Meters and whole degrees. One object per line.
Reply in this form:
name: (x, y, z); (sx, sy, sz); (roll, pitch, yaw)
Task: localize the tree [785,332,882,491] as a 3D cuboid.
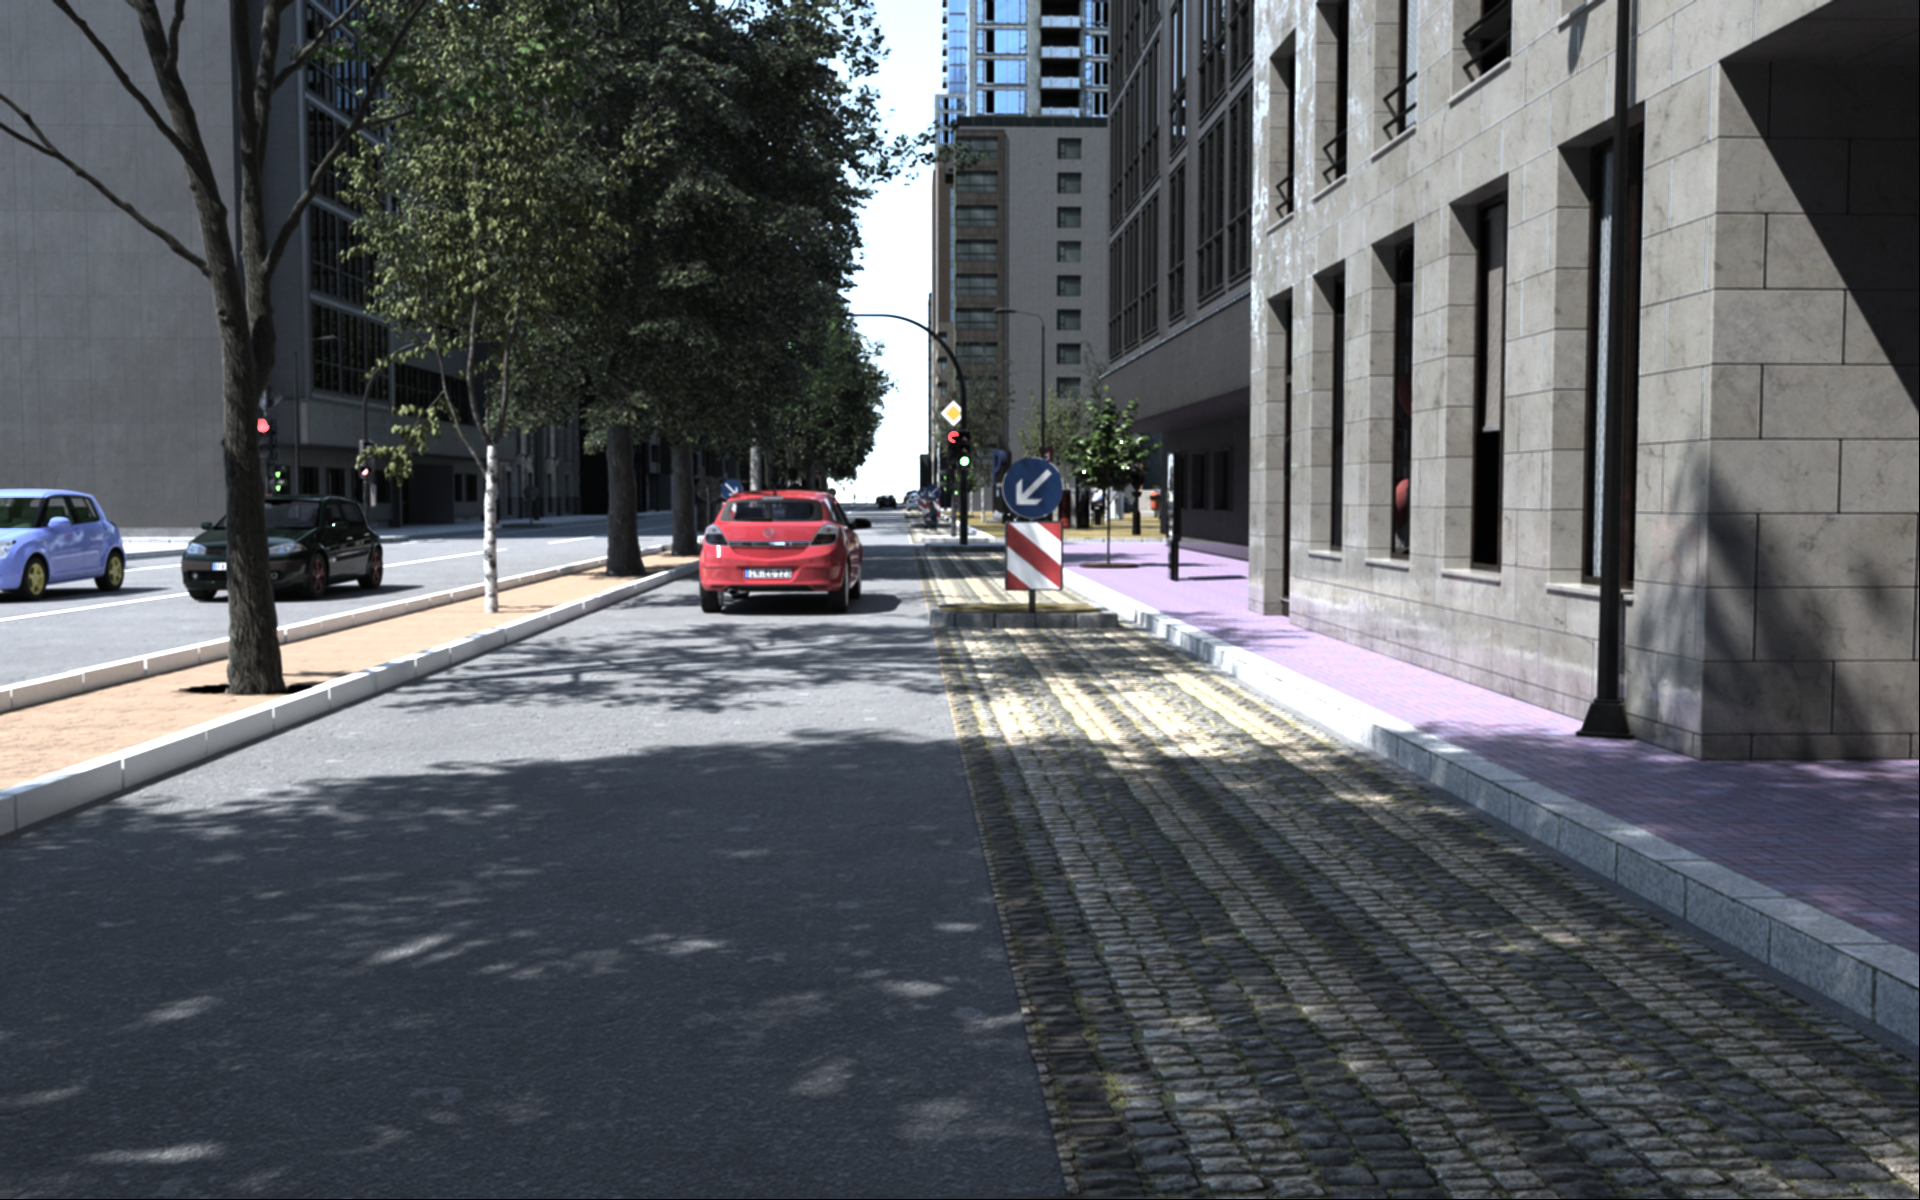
tree: (-8.294, -10.863, 98.188); (7.486, 12.596, 7.792); (0, 3, 0)

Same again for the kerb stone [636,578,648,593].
kerb stone: (-4.726, -0.192, 25.327); (0.120, 0.150, 1.000); (0, 4, -2)

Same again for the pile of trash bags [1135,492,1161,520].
pile of trash bags: (10.934, -4.810, 88.389); (3.447, 1.369, 1.912); (-3, 5, -42)

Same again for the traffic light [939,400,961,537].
traffic light: (-0.212, -3.850, 51.870); (0.839, 4.253, 0.868); (0, 4, -2)

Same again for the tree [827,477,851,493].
tree: (-9.507, -10.539, 125.128); (4.360, 8.622, 3.978); (0, 3, 0)

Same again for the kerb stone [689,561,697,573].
kerb stone: (-4.943, -0.569, 31.492); (0.120, 0.150, 1.000); (0, 4, -2)

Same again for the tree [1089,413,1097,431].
tree: (7.670, -10.395, 120.328); (4.737, 8.622, 4.395); (0, 3, 0)

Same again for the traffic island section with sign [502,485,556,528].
traffic island section with sign: (-18.407, -4.006, 74.124); (1.989, 1.847, 2.006); (0, 4, -2)

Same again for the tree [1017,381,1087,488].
tree: (5.484, -10.012, 114.052); (4.737, 8.622, 4.395); (0, 3, 0)

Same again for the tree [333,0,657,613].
tree: (-5.664, -4.154, 20.738); (4.737, 8.622, 4.395); (0, 3, 0)

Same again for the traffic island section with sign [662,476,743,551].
traffic island section with sign: (-6.454, -2.194, 44.013); (2.006, 1.907, 1.989); (0, 4, -2)

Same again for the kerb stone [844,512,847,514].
kerb stone: (-8.259, -6.303, 125.262); (0.120, 0.150, 1.000); (0, 4, -2)

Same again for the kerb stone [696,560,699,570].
kerb stone: (-4.993, -0.627, 32.513); (0.120, 0.150, 1.000); (0, 4, -2)

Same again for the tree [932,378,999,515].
tree: (0.496, -9.620, 107.651); (4.737, 8.622, 4.395); (0, 3, 0)

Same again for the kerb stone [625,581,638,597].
kerb stone: (-4.692, -0.127, 24.297); (0.120, 0.150, 1.000); (0, 4, -2)

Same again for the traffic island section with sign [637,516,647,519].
traffic island section with sign: (-19.371, -5.662, 101.205); (1.989, 1.847, 2.006); (0, 4, -2)

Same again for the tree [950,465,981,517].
tree: (0.116, -6.417, 99.525); (1.663, 3.219, 1.824); (0, 3, 0)

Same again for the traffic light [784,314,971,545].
traffic light: (-2.017, -4.221, 43.675); (4.771, 5.953, 1.251); (0, 4, -2)

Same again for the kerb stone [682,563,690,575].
kerb stone: (-4.908, -0.506, 30.465); (0.120, 0.150, 1.000); (0, 4, -2)

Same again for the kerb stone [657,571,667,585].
kerb stone: (-4.802, -0.316, 27.372); (0.120, 0.150, 1.000); (0, 4, -2)

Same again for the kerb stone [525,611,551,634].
kerb stone: (-4.470, 0.249, 18.142); (0.120, 0.150, 1.000); (0, 4, -2)

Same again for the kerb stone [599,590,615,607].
kerb stone: (-4.615, 0.002, 22.253); (0.120, 0.150, 1.000); (0, 4, -2)

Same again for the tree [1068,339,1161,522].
tree: (6.758, -7.833, 78.436); (4.360, 8.622, 3.978); (0, 3, 0)

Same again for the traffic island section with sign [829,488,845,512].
traffic island section with sign: (-9.374, -7.240, 126.507); (2.006, 1.907, 1.989); (0, 4, -2)

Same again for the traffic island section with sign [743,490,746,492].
traffic island section with sign: (-22.107, -10.378, 178.312); (1.989, 1.847, 2.006); (0, 4, -2)

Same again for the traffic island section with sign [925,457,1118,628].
traffic island section with sign: (0.650, -0.653, 19.304); (1.989, 1.847, 2.006); (0, 4, -2)

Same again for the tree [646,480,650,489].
tree: (-23.298, -7.947, 124.537); (1.663, 3.219, 1.824); (0, 3, 0)

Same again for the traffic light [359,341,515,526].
traffic light: (-15.474, -4.690, 51.351); (4.771, 5.953, 1.251); (0, 4, -2)

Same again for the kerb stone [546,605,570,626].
kerb stone: (-4.506, 0.186, 19.168); (0.120, 0.150, 1.000); (0, 4, -2)

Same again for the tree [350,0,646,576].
tree: (-5.847, -7.382, 29.808); (9.857, 13.997, 8.962); (0, 3, 0)

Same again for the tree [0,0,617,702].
tree: (-5.177, -5.138, 12.226); (9.928, 11.665, 9.643); (0, 3, 0)

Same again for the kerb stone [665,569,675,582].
kerb stone: (-4.841, -0.380, 28.408); (0.120, 0.150, 1.000); (0, 4, -2)

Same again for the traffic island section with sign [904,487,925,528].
traffic island section with sign: (-1.268, -3.980, 73.703); (1.989, 1.847, 2.006); (0, 4, -2)

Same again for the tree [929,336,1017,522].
tree: (0.859, -7.915, 79.773); (4.360, 8.622, 3.978); (0, 3, 0)

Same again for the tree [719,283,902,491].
tree: (-7.803, -10.404, 89.563); (9.611, 12.733, 9.660); (0, 3, 0)

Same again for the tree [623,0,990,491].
tree: (-5.721, -12.197, 57.767); (12.611, 20.169, 13.585); (0, 3, 0)

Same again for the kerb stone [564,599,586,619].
kerb stone: (-4.546, 0.123, 20.189); (0.120, 0.150, 1.000); (0, 4, -2)

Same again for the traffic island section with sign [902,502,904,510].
traffic island section with sign: (-2.226, -5.628, 100.641); (1.989, 1.847, 2.006); (0, 4, -2)

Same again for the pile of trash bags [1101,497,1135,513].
pile of trash bags: (9.638, -6.513, 116.236); (3.447, 1.369, 1.912); (-1, 4, -10)

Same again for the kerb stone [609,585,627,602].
kerb stone: (-4.655, -0.066, 23.276); (0.120, 0.150, 1.000); (0, 4, -2)

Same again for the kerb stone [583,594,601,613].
kerb stone: (-4.576, 0.060, 21.227); (0.120, 0.150, 1.000); (0, 4, -2)

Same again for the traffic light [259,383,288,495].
traffic light: (-17.279, -3.324, 43.262); (0.839, 4.253, 0.868); (0, 4, -2)

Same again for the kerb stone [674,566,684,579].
kerb stone: (-4.862, -0.442, 29.432); (0.120, 0.150, 1.000); (0, 4, -2)

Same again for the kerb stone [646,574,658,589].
kerb stone: (-4.761, -0.254, 26.351); (0.120, 0.150, 1.000); (0, 4, -2)

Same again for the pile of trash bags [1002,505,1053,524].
pile of trash bags: (3.536, -3.901, 73.539); (3.447, 1.369, 1.912); (0, 4, -6)

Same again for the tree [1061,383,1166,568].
tree: (2.565, -2.194, 30.476); (1.663, 3.219, 1.824); (0, 3, 0)
